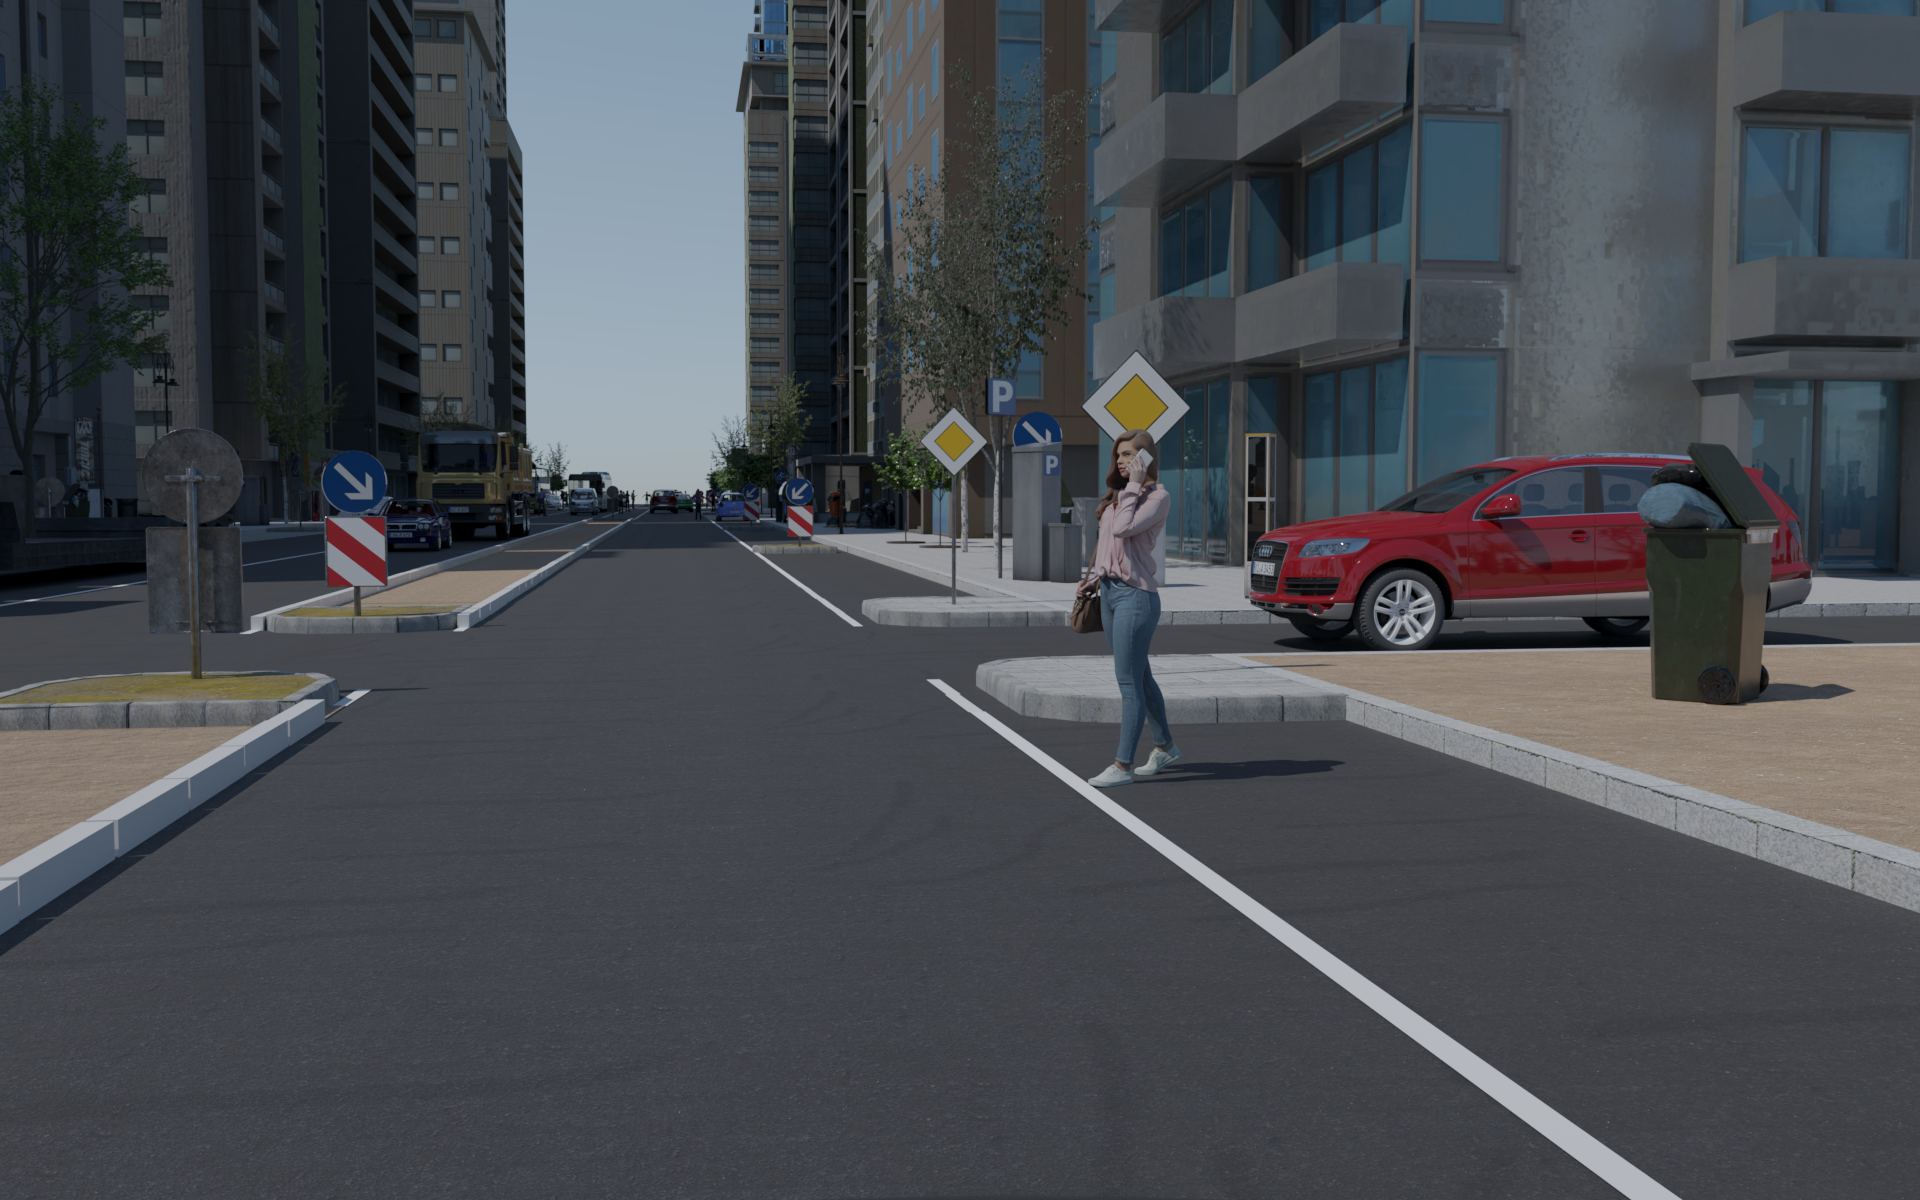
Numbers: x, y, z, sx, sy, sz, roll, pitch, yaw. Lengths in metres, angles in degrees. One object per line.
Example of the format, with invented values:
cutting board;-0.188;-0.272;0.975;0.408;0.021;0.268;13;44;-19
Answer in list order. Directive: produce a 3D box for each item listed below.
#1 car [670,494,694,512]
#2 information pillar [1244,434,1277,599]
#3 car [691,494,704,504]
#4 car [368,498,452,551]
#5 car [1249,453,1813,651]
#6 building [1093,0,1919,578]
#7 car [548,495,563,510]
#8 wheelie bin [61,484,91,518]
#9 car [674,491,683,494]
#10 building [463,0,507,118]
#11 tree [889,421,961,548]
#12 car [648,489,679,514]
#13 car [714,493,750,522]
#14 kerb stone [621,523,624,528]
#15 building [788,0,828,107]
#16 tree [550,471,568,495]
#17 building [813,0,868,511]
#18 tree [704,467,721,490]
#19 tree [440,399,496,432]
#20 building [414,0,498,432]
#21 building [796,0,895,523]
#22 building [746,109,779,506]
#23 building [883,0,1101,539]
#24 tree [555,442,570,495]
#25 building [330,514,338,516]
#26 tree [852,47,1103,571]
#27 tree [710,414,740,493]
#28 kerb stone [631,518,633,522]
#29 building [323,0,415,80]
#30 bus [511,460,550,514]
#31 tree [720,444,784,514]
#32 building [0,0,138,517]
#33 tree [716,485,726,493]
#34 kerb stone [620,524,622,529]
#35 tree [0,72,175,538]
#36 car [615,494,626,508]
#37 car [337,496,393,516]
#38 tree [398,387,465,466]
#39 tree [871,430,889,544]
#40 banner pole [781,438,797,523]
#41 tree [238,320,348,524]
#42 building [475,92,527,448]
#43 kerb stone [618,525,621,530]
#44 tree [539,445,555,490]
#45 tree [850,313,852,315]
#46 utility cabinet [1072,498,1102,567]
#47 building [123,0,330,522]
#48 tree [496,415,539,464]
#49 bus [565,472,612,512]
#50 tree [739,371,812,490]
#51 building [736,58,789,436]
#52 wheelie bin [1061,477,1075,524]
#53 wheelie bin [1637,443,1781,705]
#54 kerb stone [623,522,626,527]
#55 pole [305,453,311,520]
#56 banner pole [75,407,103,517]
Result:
car;-22.206;-7.907;138.079;1.959;1.807;4.718;-1;4;-11
information pillar;3.677;-1.023;21.213;0.304;2.012;0.304;2;4;26
car;-36.506;-14.139;240.757;1.945;1.707;3.694;0;4;-8
car;-14.113;-1.952;44.491;1.945;1.354;3.894;-1;4;-10
car;5.390;-0.483;16.576;5.304;1.827;2.281;-1;4;-10
building;17.775;-25.464;35.941;30.456;49.044;23.786;-1;4;-9
car;-36.062;-8.581;152.661;2.083;1.381;4.827;-1;4;-10
wheelie bin;-26.556;-2.701;52.077;0.693;1.594;0.980;-3;5;-44
car;-32.308;-11.511;196.874;2.281;1.827;5.304;0;4;-8
building;-68.950;-48.521;231.565;20.563;71.187;20.611;-1;4;-9
tree;-0.404;-2.865;41.447;1.663;3.219;1.824;0;3;0
car;-22.013;-7.336;128.621;2.281;1.827;5.304;-1;4;-11
car;-12.056;-5.025;91.745;1.945;1.707;3.694;-1;4;-10
kerb stone;-13.887;-2.958;70.559;0.120;0.150;1.000;-1;4;-9
building;-5.804;-27.261;129.310;14.154;41.232;14.086;-1;4;-9
tree;-56.915;-15.909;243.824;4.285;4.588;4.351;0;3;0
building;0.324;-41.199;111.854;20.563;71.187;20.611;-1;4;-9
tree;-24.324;-12.167;182.642;4.285;4.588;4.351;0;3;0
tree;-39.109;-11.338;135.735;4.737;8.622;4.395;0;3;0
building;-65.307;-36.533;186.546;28.713;52.752;27.495;-1;4;-9
building;8.295;-24.045;85.012;32.217;40.220;23.993;-1;4;-9
building;-16.148;-30.878;188.447;14.154;41.232;14.086;-1;4;-9
building;5.210;-24.814;55.815;14.600;45.320;14.200;-1;4;-9
tree;-55.825;-17.654;239.003;4.737;8.622;4.395;0;3;0
building;-45.697;-40.397;98.747;20.563;71.187;20.611;-1;4;-9
tree;0.566;-4.814;29.076;4.360;8.622;3.978;0;3;0
tree;-20.615;-12.712;158.203;4.737;8.622;4.395;0;3;0
kerb stone;-16.217;-3.819;84.726;0.120;0.150;1.000;-1;4;-9
building;-50.346;-30.388;120.540;21.300;48.544;21.600;-1;4;-9
bus;-31.613;-8.227;126.058;2.896;3.916;12.252;-1;4;-9
tree;-12.836;-7.840;111.899;4.285;4.588;4.351;0;3;0
building;-40.584;-31.146;51.239;21.231;58.520;28.212;-1;4;-9
tree;-27.489;-12.612;200.813;1.663;3.219;1.824;0;3;0
kerb stone;-13.548;-2.834;68.532;0.120;0.150;1.000;-1;4;-9
tree;-23.970;-7.232;43.998;9.928;11.665;9.643;0;3;0
car;-36.036;-10.575;182.685;2.009;1.686;4.222;0;4;-8
car;-20.402;-2.913;59.996;2.083;1.381;4.827;-1;4;-11
tree;-36.185;-10.296;118.699;4.360;8.622;3.978;0;3;0
tree;-1.526;-3.073;44.847;1.663;3.219;1.824;0;3;0
banner pole;-7.597;-5.314;76.903;0.863;3.779;0.401;3;4;37
tree;-28.531;-7.537;73.595;4.737;8.622;4.395;0;3;0
building;-64.984;-35.955;211.558;21.300;48.544;21.600;-1;4;-9
kerb stone;-13.210;-2.707;66.505;0.120;0.150;1.000;-1;4;-9
tree;-47.649;-14.543;188.146;4.737;8.622;4.395;0;3;0
tree;-0.132;-5.342;37.697;4.360;8.622;3.978;0;3;0
utility cabinet;2.268;-1.206;30.875;0.306;1.237;1.020;1;4;20
building;-38.808;-24.339;81.544;14.154;41.232;14.086;-1;4;-9
tree;-42.730;-12.891;161.134;4.737;8.622;4.395;0;3;0
bus;-29.307;-8.719;137.407;2.948;3.499;13.247;0;4;-8
tree;-10.743;-9.394;103.955;4.737;8.622;4.395;0;3;0
building;-12.078;-37.961;209.903;28.713;52.752;27.495;-1;4;-9
wheelie bin;1.347;-1.208;27.662;0.980;1.594;0.693;-3;5;-39
wheelie bin;4.647;-0.177;10.810;0.693;1.594;0.980;3;5;42
kerb stone;-14.393;-3.143;73.589;0.120;0.150;1.000;-1;4;-9
pole;-31.721;-5.528;84.227;0.158;3.312;0.155;0;3;0
banner pole;-24.862;-3.644;49.594;0.863;3.779;0.401;-2;4;-33
